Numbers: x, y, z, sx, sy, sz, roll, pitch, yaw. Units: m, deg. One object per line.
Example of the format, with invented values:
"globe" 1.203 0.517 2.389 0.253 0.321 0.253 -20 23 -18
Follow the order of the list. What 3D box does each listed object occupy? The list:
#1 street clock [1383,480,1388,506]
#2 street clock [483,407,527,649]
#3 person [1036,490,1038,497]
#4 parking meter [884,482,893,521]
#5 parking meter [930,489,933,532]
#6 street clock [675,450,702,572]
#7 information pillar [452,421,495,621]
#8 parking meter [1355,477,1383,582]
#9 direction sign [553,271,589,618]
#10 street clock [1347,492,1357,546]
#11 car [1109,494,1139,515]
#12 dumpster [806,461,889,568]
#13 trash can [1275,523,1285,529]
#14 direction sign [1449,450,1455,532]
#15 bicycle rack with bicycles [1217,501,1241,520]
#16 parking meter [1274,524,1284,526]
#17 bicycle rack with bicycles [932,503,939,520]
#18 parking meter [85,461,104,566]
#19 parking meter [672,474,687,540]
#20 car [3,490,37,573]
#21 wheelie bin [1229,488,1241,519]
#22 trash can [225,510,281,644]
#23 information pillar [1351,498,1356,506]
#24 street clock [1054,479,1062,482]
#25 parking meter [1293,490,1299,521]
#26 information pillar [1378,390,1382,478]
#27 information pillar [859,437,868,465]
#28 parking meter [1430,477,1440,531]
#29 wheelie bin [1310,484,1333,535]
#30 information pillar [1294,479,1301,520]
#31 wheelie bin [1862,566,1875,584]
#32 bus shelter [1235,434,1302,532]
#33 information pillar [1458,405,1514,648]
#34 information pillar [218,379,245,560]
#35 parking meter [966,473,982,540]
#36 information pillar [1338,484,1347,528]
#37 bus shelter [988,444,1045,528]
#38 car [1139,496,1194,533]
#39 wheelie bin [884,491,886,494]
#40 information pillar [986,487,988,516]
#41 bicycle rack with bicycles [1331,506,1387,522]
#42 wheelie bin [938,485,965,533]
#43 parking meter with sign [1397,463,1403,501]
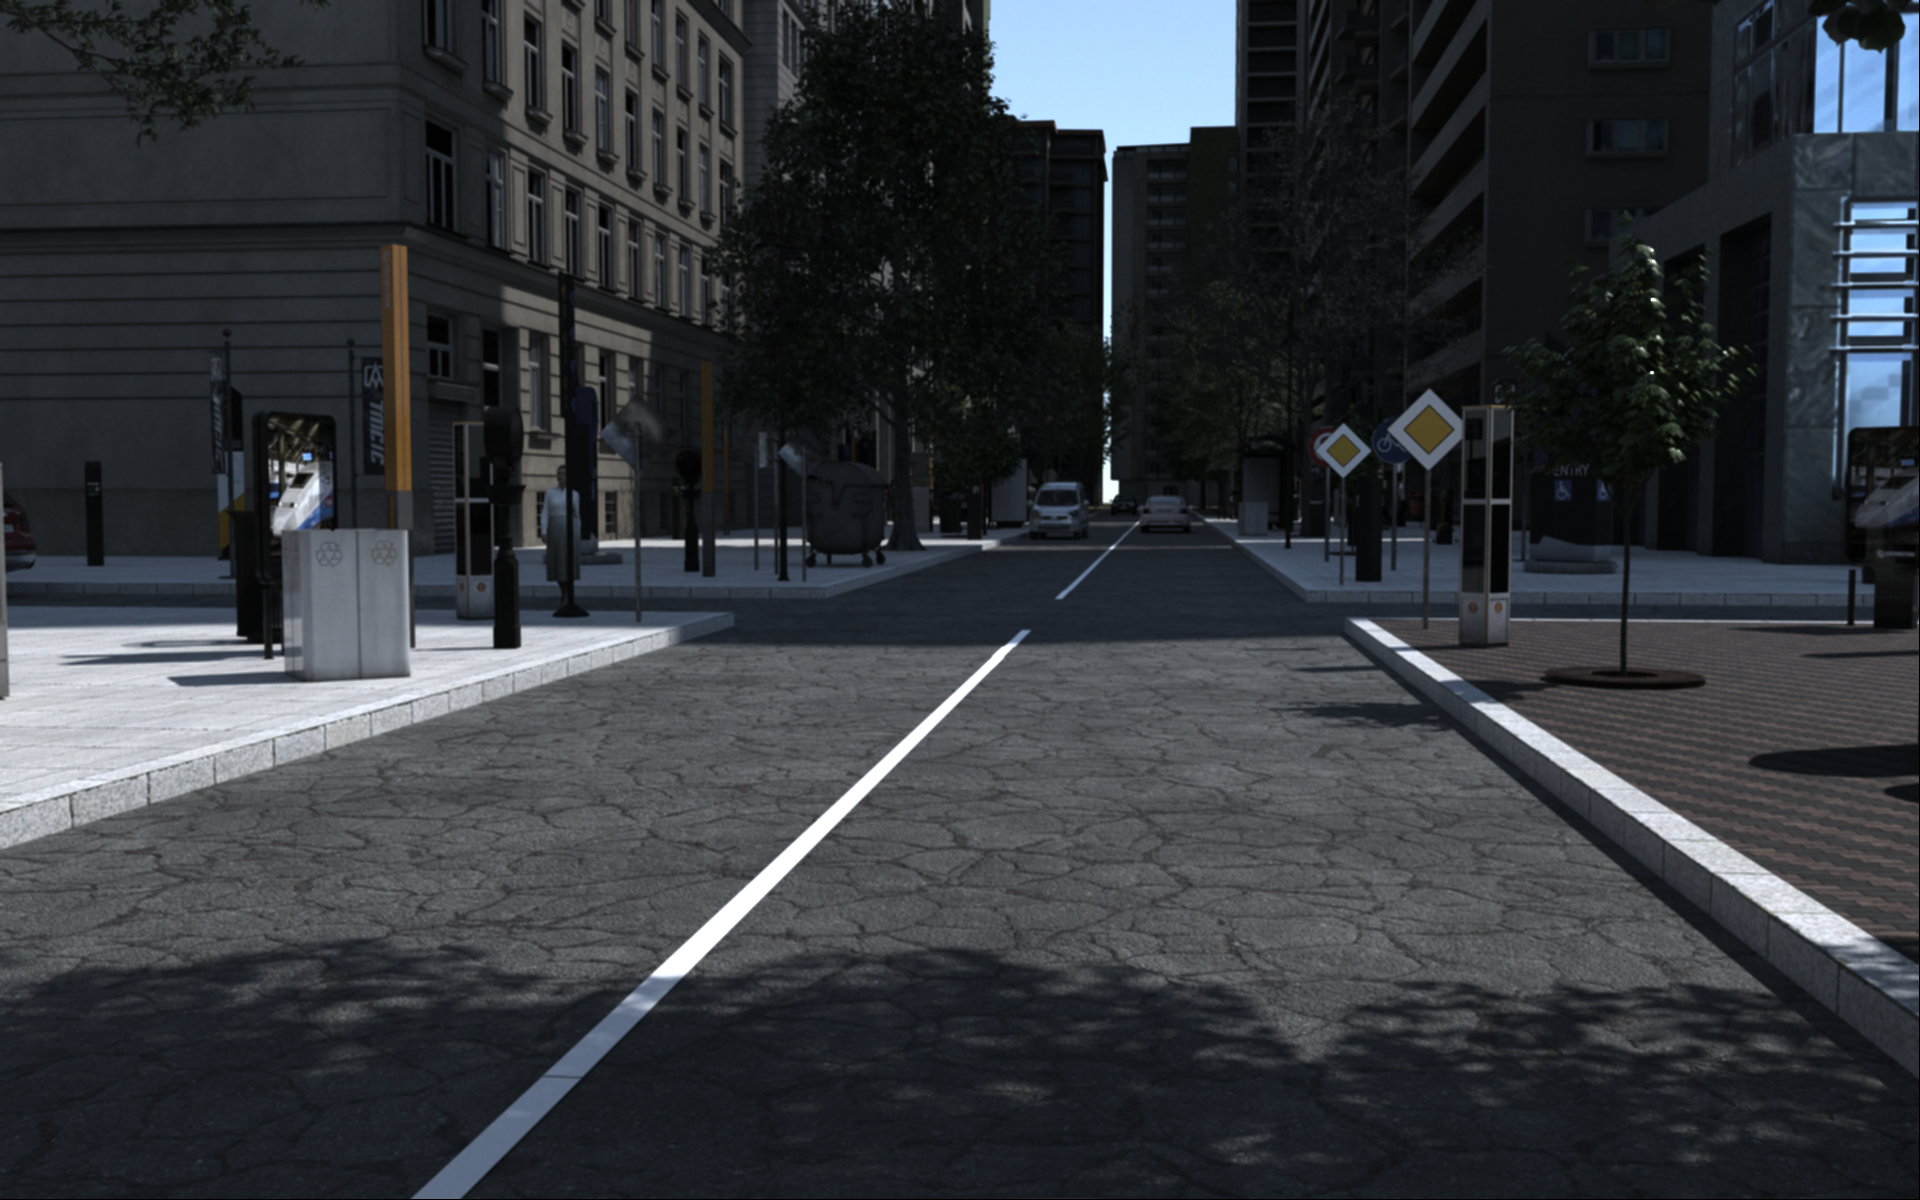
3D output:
"street clock" 21.123 -5.010 86.486 0.471 2.002 0.358 -3 5 -44
"street clock" -3.776 -0.600 14.388 0.358 2.002 0.471 0 4 -2
"person" 8.163 -10.576 181.517 0.705 1.812 1.348 -1 4 -10
"parking meter" -3.397 -4.685 82.308 0.399 1.863 0.255 3 4 37
"parking meter" -1.102 -3.074 58.670 0.372 1.533 0.369 0 3 0
"street clock" -4.432 -1.469 28.589 0.471 2.002 0.358 1 4 18
"information pillar" -4.958 -0.806 17.678 0.304 2.012 0.304 -3 5 -40
"parking meter" 6.006 -1.040 25.423 0.372 1.533 0.369 0 3 0
"direction sign" -4.083 -1.595 18.071 0.379 3.537 0.876 0 4 -4
"street clock" 9.721 -2.340 42.827 0.471 2.002 0.358 -2 4 -26
"car" 11.289 -6.676 118.938 2.009 1.686 4.222 0 4 8
"dumpster" -2.033 -1.531 30.797 1.264 1.857 1.865 0 4 7
"trash can" 12.039 -3.229 64.442 0.748 1.137 0.748 0 3 0
"direction sign" 16.708 -4.099 59.018 0.379 3.537 0.876 1 4 20
"bicycle rack with bicycles" 14.100 -4.438 85.936 2.852 0.926 2.925 0 4 -1
"parking meter" 12.530 -3.808 67.973 0.399 1.863 0.255 0 4 -1
"bicycle rack with bicycles" -1.839 -4.410 85.490 2.925 0.926 2.852 -1 4 -17
"parking meter" -15.454 -1.542 30.919 0.255 1.863 0.399 -2 4 -24
"parking meter" -7.878 -2.622 48.579 0.255 1.863 0.399 2 4 28
"car" -15.467 -0.913 23.605 5.304 1.827 2.281 0 4 5
"wheelie bin" 14.104 -4.889 87.845 0.693 1.594 0.980 3 5 43
"trash can" -5.964 -0.207 15.044 0.748 1.137 0.748 0 3 0
"information pillar" 13.333 -4.120 58.709 0.183 3.616 0.504 0 4 3
"street clock" 4.826 -4.921 85.023 0.471 2.002 0.358 -2 4 -31
"parking meter" 15.861 -4.503 82.035 0.372 1.533 0.369 0 3 0
"information pillar" 9.391 -2.902 38.796 0.183 3.616 0.504 1 4 12
"information pillar" -3.465 -4.337 62.267 0.183 3.616 0.504 2 4 32
"parking meter" 16.621 -3.367 60.756 0.255 1.863 0.399 -1 4 -17
"wheelie bin" 11.149 -2.811 53.872 0.980 1.594 0.693 3 4 37
"information pillar" 16.904 -5.048 87.028 0.304 2.012 0.304 -1 4 -19
"wheelie bin" 13.227 -1.029 24.737 0.693 1.594 0.980 3 5 45
"bus shelter" 10.760 -4.090 60.788 2.014 3.302 5.546 0 4 7
"information pillar" 4.408 -0.613 14.516 0.304 2.012 0.304 -2 4 -33
"information pillar" -14.183 -2.587 33.645 0.504 3.616 0.183 -1 4 -14
"parking meter" 0.390 -2.607 48.337 0.399 1.863 0.255 -1 4 -18
"information pillar" 14.567 -3.755 65.892 0.304 2.012 0.304 1 4 17
"bus shelter" 2.103 -4.520 67.833 2.014 3.302 5.546 0 4 7
"car" 7.771 -3.238 65.298 2.083 1.381 4.827 0 4 8
"wheelie bin" -3.719 -4.218 76.876 0.693 1.594 0.980 -3 5 -41
"information pillar" 1.394 -5.827 99.768 0.304 2.012 0.304 3 4 37
"bicycle rack with bicycles" 18.271 -3.977 78.411 2.925 0.926 2.852 1 4 18
"wheelie bin" -0.301 -3.009 57.106 0.980 1.594 0.693 2 4 23
"parking meter with sign" 24.577 -6.128 96.460 0.543 3.016 1.738 1 4 12
